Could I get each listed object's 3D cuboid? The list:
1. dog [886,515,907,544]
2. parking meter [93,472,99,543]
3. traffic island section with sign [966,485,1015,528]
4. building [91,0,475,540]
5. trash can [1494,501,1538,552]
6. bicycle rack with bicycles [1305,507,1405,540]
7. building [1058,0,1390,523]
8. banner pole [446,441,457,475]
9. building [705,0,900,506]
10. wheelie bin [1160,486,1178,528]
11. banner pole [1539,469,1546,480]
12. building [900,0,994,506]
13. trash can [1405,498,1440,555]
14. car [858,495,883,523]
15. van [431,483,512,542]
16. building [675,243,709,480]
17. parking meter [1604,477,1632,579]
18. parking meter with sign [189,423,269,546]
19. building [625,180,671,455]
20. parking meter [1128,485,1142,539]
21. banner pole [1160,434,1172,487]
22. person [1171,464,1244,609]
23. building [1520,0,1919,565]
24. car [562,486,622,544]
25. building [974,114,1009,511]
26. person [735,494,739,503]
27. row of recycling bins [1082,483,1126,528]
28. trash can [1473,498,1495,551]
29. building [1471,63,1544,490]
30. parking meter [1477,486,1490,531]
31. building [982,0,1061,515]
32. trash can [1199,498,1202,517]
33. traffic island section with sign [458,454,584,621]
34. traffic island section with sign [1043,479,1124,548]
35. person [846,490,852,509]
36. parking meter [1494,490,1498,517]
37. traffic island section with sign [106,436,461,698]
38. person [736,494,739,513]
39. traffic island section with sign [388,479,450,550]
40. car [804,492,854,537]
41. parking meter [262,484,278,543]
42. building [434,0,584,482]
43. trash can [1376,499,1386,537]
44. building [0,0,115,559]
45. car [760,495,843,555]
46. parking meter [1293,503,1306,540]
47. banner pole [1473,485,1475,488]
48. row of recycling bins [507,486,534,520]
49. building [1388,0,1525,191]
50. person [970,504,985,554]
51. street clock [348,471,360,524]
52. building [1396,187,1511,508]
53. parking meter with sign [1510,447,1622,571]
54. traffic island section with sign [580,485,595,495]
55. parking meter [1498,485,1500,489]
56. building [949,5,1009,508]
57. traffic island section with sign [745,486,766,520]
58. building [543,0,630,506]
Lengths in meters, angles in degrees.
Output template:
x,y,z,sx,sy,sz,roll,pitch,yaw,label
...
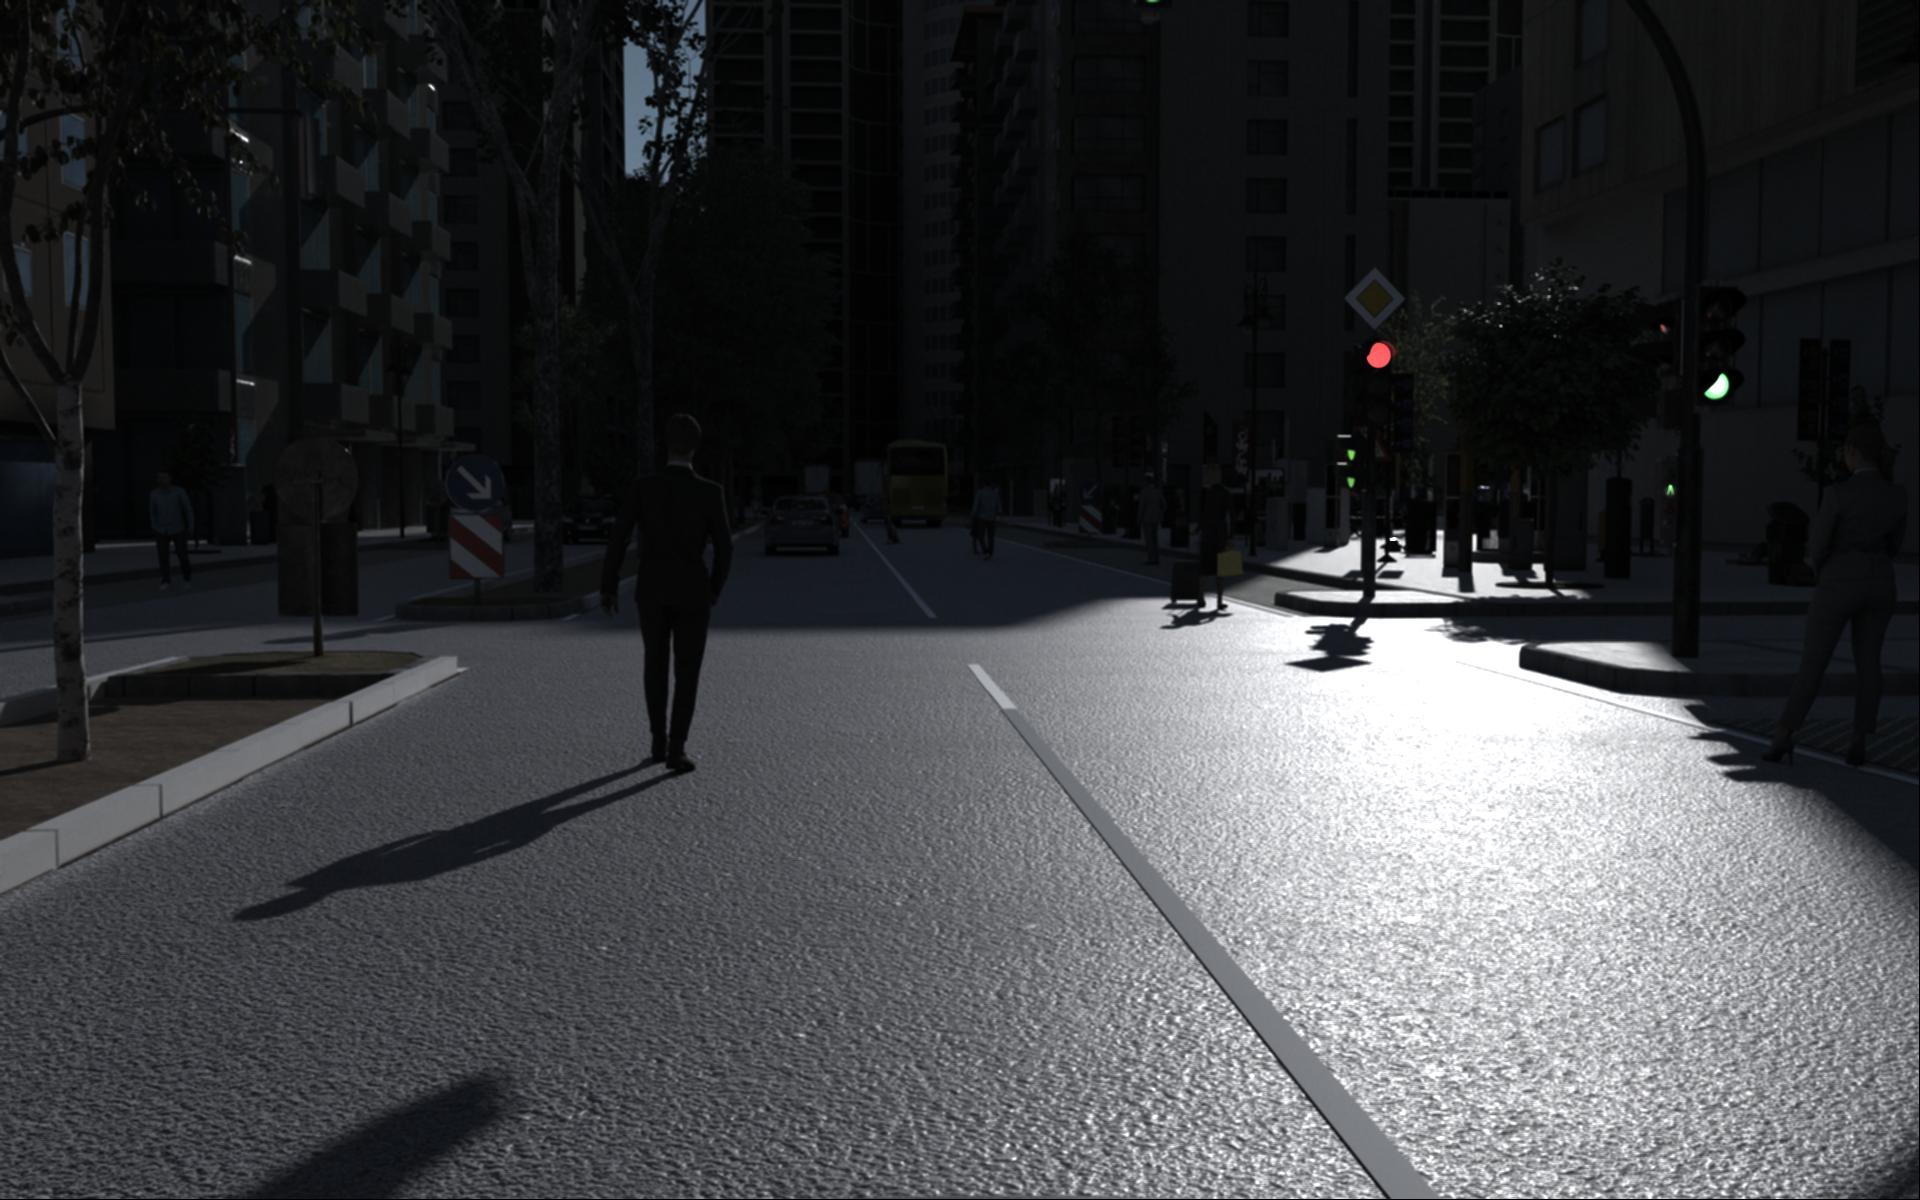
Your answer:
x,y,z,sx,sy,sz,roll,pitch,yaw,label
-1.825,-2.021,49.884,0.800,0.831,0.513,-1,4,-22,dog
-22.681,-2.416,45.219,0.255,1.863,0.399,-1,4,-15,parking meter
1.261,-3.957,73.321,1.989,1.847,2.006,0,4,-4,traffic island section with sign
-30.794,-26.898,59.398,23.786,49.044,30.456,0,4,-4,building
11.518,-1.471,35.700,0.748,1.137,0.748,0,3,0,trash can
11.064,-2.223,49.735,2.925,0.926,2.852,3,4,36,bicycle rack with bicycles
11.430,-18.987,82.140,14.160,30.474,14.107,0,4,-4,building
-24.234,-5.656,82.496,0.401,3.779,0.863,2,4,33,banner pole
-16.912,-46.008,190.475,20.611,71.187,20.563,0,4,-4,building
7.928,-3.502,65.171,0.980,1.594,0.693,3,5,39,wheelie bin
12.707,-2.882,37.131,0.863,3.779,0.401,1,4,23,banner pole
7.518,-39.764,192.143,28.212,58.520,21.231,0,4,-4,building
9.832,-1.542,36.860,0.748,1.137,0.748,0,3,0,trash can
-4.057,-4.548,86.356,2.014,1.417,4.499,0,4,-6,car
-14.271,-2.670,50.674,2.013,2.044,4.112,0,4,-3,van
-34.350,-25.370,186.507,14.107,30.474,14.160,0,4,-4,building
10.016,-1.098,26.357,0.372,1.533,0.369,0,3,0,parking meter
-18.148,-2.862,43.060,1.738,3.016,0.543,-3,5,-43,parking meter with sign
-34.859,-23.824,161.229,14.107,30.474,14.160,0,4,-4,building
4.979,-2.502,49.322,0.372,1.533,0.369,0,3,0,parking meter
8.546,-4.994,71.668,0.401,3.779,0.863,3,5,41,banner pole
3.142,-0.813,22.016,0.699,1.804,1.509,0,4,-2,person
29.301,-27.213,34.174,27.495,52.752,28.713,0,4,-4,building
-10.726,-2.510,50.831,2.009,1.686,4.222,0,4,-6,car
7.895,-22.245,135.406,14.160,30.474,14.107,0,4,-4,building
-15.098,-6.492,117.882,0.697,1.427,0.421,0,4,7,person
5.633,-3.669,67.100,1.069,1.692,3.534,-1,4,-18,row of recycling bins
11.439,-1.567,37.273,0.748,1.137,0.748,0,3,0,trash can
58.450,-29.592,167.428,14.086,41.232,14.154,0,4,-4,building
15.859,-2.694,52.455,0.372,1.533,0.369,0,3,0,parking meter
14.012,-30.176,112.994,23.786,49.044,30.456,0,4,-4,building
9.238,-3.232,64.494,0.748,1.137,0.748,0,3,0,trash can
-5.597,-0.756,20.503,2.006,1.907,1.989,0,4,-4,traffic island section with sign
3.272,-2.313,46.441,1.989,1.847,2.006,0,4,-4,traffic island section with sign
-10.910,-9.932,170.754,0.599,1.838,0.709,-1,4,-14,person
30.647,-5.532,98.856,0.372,1.533,0.369,0,3,0,parking meter
-5.053,-0.305,13.116,2.006,1.907,1.989,0,4,-4,traffic island section with sign
-16.759,-7.236,130.032,0.599,1.433,0.991,0,4,-4,person
-13.652,-2.232,45.119,1.989,1.847,2.006,0,4,-4,traffic island section with sign
-4.668,-3.033,58.634,2.155,1.783,4.494,0,4,-4,car
-18.076,-2.262,45.399,0.372,1.533,0.369,0,3,0,parking meter
-29.922,-20.156,101.248,14.160,30.474,14.107,0,4,-4,building
12.453,-2.472,52.073,0.748,1.137,0.748,0,3,0,trash can
-25.055,-23.207,29.550,14.600,45.320,14.200,0,4,-4,building
-3.818,-1.820,41.761,2.014,1.417,4.499,0,4,-5,car
9.406,-2.584,47.958,0.255,1.863,0.399,0,4,-6,parking meter
25.597,-5.944,87.203,0.401,3.779,0.863,-3,4,-38,banner pole
-22.588,-4.825,86.008,3.534,1.692,1.069,2,4,27,row of recycling bins
52.507,-46.285,195.005,20.611,71.187,20.563,0,4,-4,building
0.425,-1.725,41.373,0.373,1.253,0.362,0,4,-6,person
-17.372,-2.747,49.487,0.471,2.002,0.358,2,4,27,street clock
43.411,-24.162,166.757,14.107,30.474,14.160,0,4,-4,building
10.162,-2.004,29.031,1.738,3.016,0.543,1,4,21,parking meter with sign
-15.768,-3.959,73.353,1.989,1.847,2.006,0,4,-4,traffic island section with sign
30.051,-5.525,96.044,0.399,1.863,0.255,-2,4,-23,parking meter
10.479,-30.706,156.670,22.147,44.769,28.867,0,4,-4,building
-11.229,-5.339,95.431,2.006,1.907,1.989,0,4,-4,traffic island section with sign
-35.533,-42.841,138.702,20.563,71.187,20.611,0,4,-4,building
